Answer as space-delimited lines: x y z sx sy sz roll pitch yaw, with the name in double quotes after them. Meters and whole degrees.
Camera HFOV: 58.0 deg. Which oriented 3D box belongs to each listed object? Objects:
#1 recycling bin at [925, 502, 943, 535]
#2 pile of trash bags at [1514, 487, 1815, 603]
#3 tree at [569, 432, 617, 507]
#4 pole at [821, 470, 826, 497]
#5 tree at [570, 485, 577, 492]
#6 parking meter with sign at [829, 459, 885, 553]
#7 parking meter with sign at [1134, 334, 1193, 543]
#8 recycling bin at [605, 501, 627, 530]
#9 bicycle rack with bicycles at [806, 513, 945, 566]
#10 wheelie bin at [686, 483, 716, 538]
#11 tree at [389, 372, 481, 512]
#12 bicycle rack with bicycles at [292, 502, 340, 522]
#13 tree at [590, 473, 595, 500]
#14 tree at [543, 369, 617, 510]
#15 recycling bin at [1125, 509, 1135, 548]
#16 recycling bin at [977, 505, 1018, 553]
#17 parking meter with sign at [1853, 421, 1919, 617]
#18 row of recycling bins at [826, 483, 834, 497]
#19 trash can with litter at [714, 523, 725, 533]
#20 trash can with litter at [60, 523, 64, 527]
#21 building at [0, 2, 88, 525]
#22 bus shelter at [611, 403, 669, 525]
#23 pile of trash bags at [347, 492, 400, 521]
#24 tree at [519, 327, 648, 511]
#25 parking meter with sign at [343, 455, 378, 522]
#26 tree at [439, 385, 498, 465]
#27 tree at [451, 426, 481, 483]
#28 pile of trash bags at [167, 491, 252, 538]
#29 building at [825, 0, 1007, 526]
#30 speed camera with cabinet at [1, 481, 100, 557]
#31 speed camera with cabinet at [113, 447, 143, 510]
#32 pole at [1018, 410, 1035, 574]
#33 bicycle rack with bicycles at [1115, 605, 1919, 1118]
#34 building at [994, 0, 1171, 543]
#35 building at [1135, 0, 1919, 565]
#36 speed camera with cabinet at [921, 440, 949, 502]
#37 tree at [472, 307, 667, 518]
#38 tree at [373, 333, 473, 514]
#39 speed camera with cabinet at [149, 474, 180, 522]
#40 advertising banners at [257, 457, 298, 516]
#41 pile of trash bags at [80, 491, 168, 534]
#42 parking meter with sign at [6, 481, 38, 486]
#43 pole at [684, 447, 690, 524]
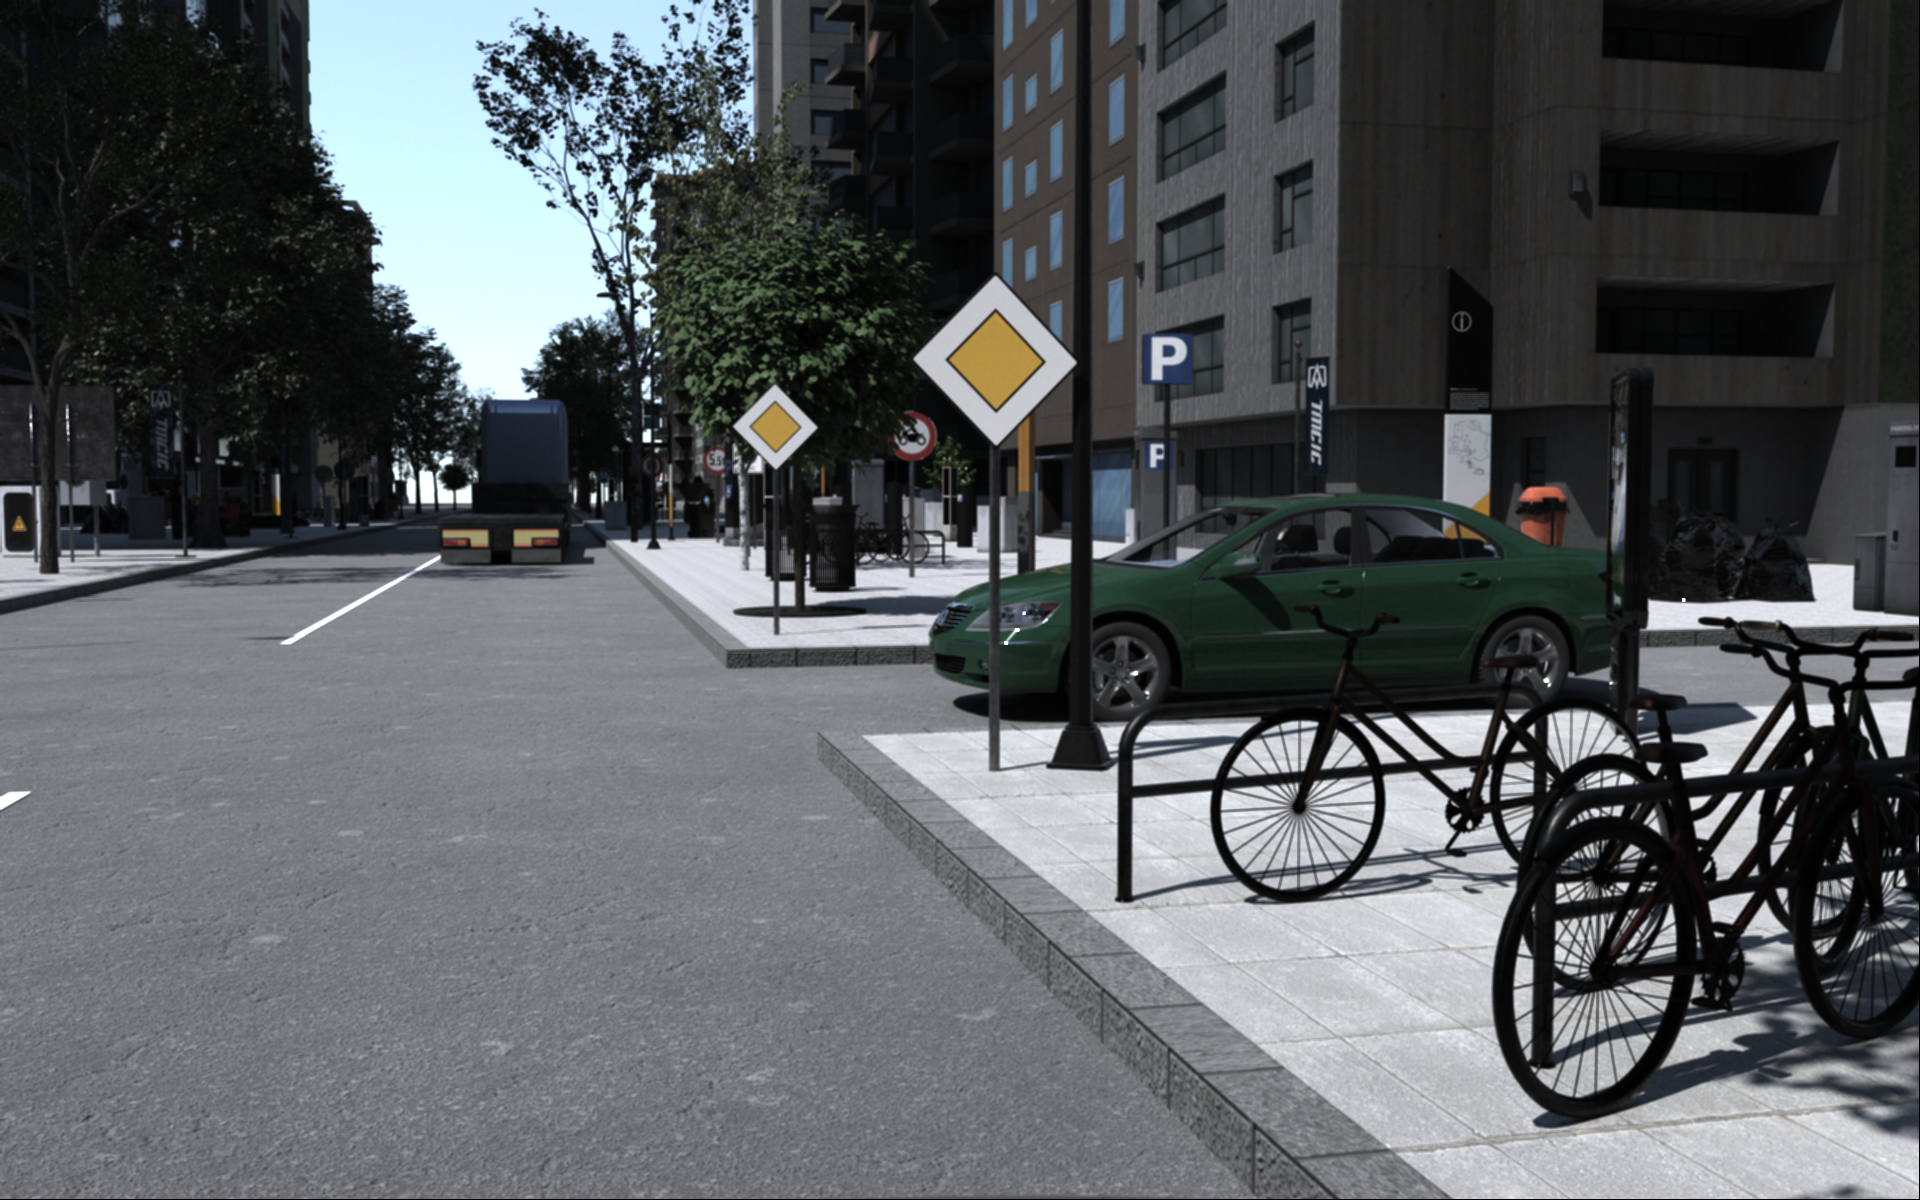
-0.703 -2.569 54.556 0.722 1.027 0.722 1 4 10 "recycling bin"
8.470 -0.700 21.202 3.447 1.369 1.912 0 4 -7 "pile of trash bags"
-38.148 -15.668 173.175 9.611 12.733 9.660 0 3 0 "tree"
-3.516 -3.073 44.086 0.158 3.312 0.155 0 3 0 "pole"
-40.975 -14.525 187.848 4.360 8.622 3.978 0 3 0 "tree"
-1.982 -2.533 37.677 1.738 3.016 0.543 -1 4 -9 "parking meter with sign"
2.251 -1.435 19.728 0.543 3.016 1.738 0 4 0 "parking meter with sign"
-12.402 -3.050 62.427 0.722 1.027 0.722 0 4 -6 "recycling bin"
-1.710 -1.140 32.014 2.925 0.926 2.852 -2 4 -29 "bicycle rack with bicycles"
-7.547 -2.610 50.578 0.980 1.594 0.693 3 4 38 "wheelie bin"
-37.630 -11.620 124.393 8.767 10.594 7.601 -1 4 -17 "tree"
-29.470 -4.113 80.631 2.925 0.926 2.852 -1 4 -15 "bicycle rack with bicycles"
-32.739 -9.779 154.488 1.663 3.219 1.824 0 3 0 "tree"
-31.465 -13.692 141.990 7.486 12.596 7.792 0 3 0 "tree"
3.254 -1.061 29.906 0.722 1.027 0.722 0 4 -1 "recycling bin"
0.851 -1.567 38.182 0.722 1.027 0.722 2 4 32 "recycling bin"
10.211 -1.346 18.274 0.543 3.016 1.738 -1 4 -13 "parking meter with sign"
-4.932 -3.674 67.180 1.069 1.692 3.534 1 4 20 "row of recycling bins"
-7.638 -2.820 57.493 0.624 1.170 1.055 3 4 38 "trash can with litter"
-35.185 -3.384 66.718 0.624 1.170 1.055 2 4 33 "trash can with litter"
-47.724 -38.569 68.849 20.563 71.187 20.611 -1 4 -13 "building"
-13.734 -5.896 74.036 2.179 5.291 8.768 -1 4 -13 "bus shelter"
-28.399 -4.551 84.161 3.447 1.369 1.912 2 4 35 "pile of trash bags"
-28.090 -13.628 129.479 9.857 13.997 8.962 0 3 0 "tree"
-27.312 -5.034 78.563 1.738 3.016 0.543 1 4 16 "parking meter with sign"
-53.484 -17.287 193.018 12.009 13.543 11.850 0 3 0 "tree"
-49.083 -13.718 174.645 4.360 8.622 3.978 0 3 0 "tree"
-22.264 -2.588 52.072 1.912 1.369 3.447 -3 4 -39 "pile of trash bags"
5.645 -25.973 79.290 22.147 44.769 28.867 -1 4 -13 "building"
-18.432 -2.497 35.157 2.038 3.252 0.660 1 4 9 "speed camera with cabinet"
-31.458 -4.321 64.991 2.038 3.252 0.660 3 4 37 "speed camera with cabinet"
0.798 -1.645 20.736 0.158 3.312 0.155 0 3 0 "pole"
1.901 0.513 4.996 2.925 0.926 2.852 -2 4 -25 "bicycle rack with bicycles"
9.439 -24.451 49.881 14.600 45.320 14.200 -1 4 -13 "building"
12.501 -16.169 36.057 14.107 30.474 14.160 -1 4 -13 "building"
-0.993 -3.999 59.727 2.038 3.252 0.660 3 5 42 "speed camera with cabinet"
-19.662 -10.335 94.740 9.928 11.665 9.643 0 3 0 "tree"
-34.998 -11.331 111.022 9.928 11.665 9.643 0 3 0 "tree"
-36.290 -5.215 79.604 2.038 3.252 0.660 1 4 18 "speed camera with cabinet"
-32.470 -5.274 82.413 0.090 3.025 2.074 3 4 37 "advertising banners"
-27.055 -2.871 56.696 3.447 1.369 1.912 1 4 21 "pile of trash bags"
-25.137 -3.068 46.421 1.738 3.016 0.543 0 4 -2 "parking meter with sign"
-11.860 -4.978 75.226 0.158 3.312 0.155 0 3 0 "pole"
